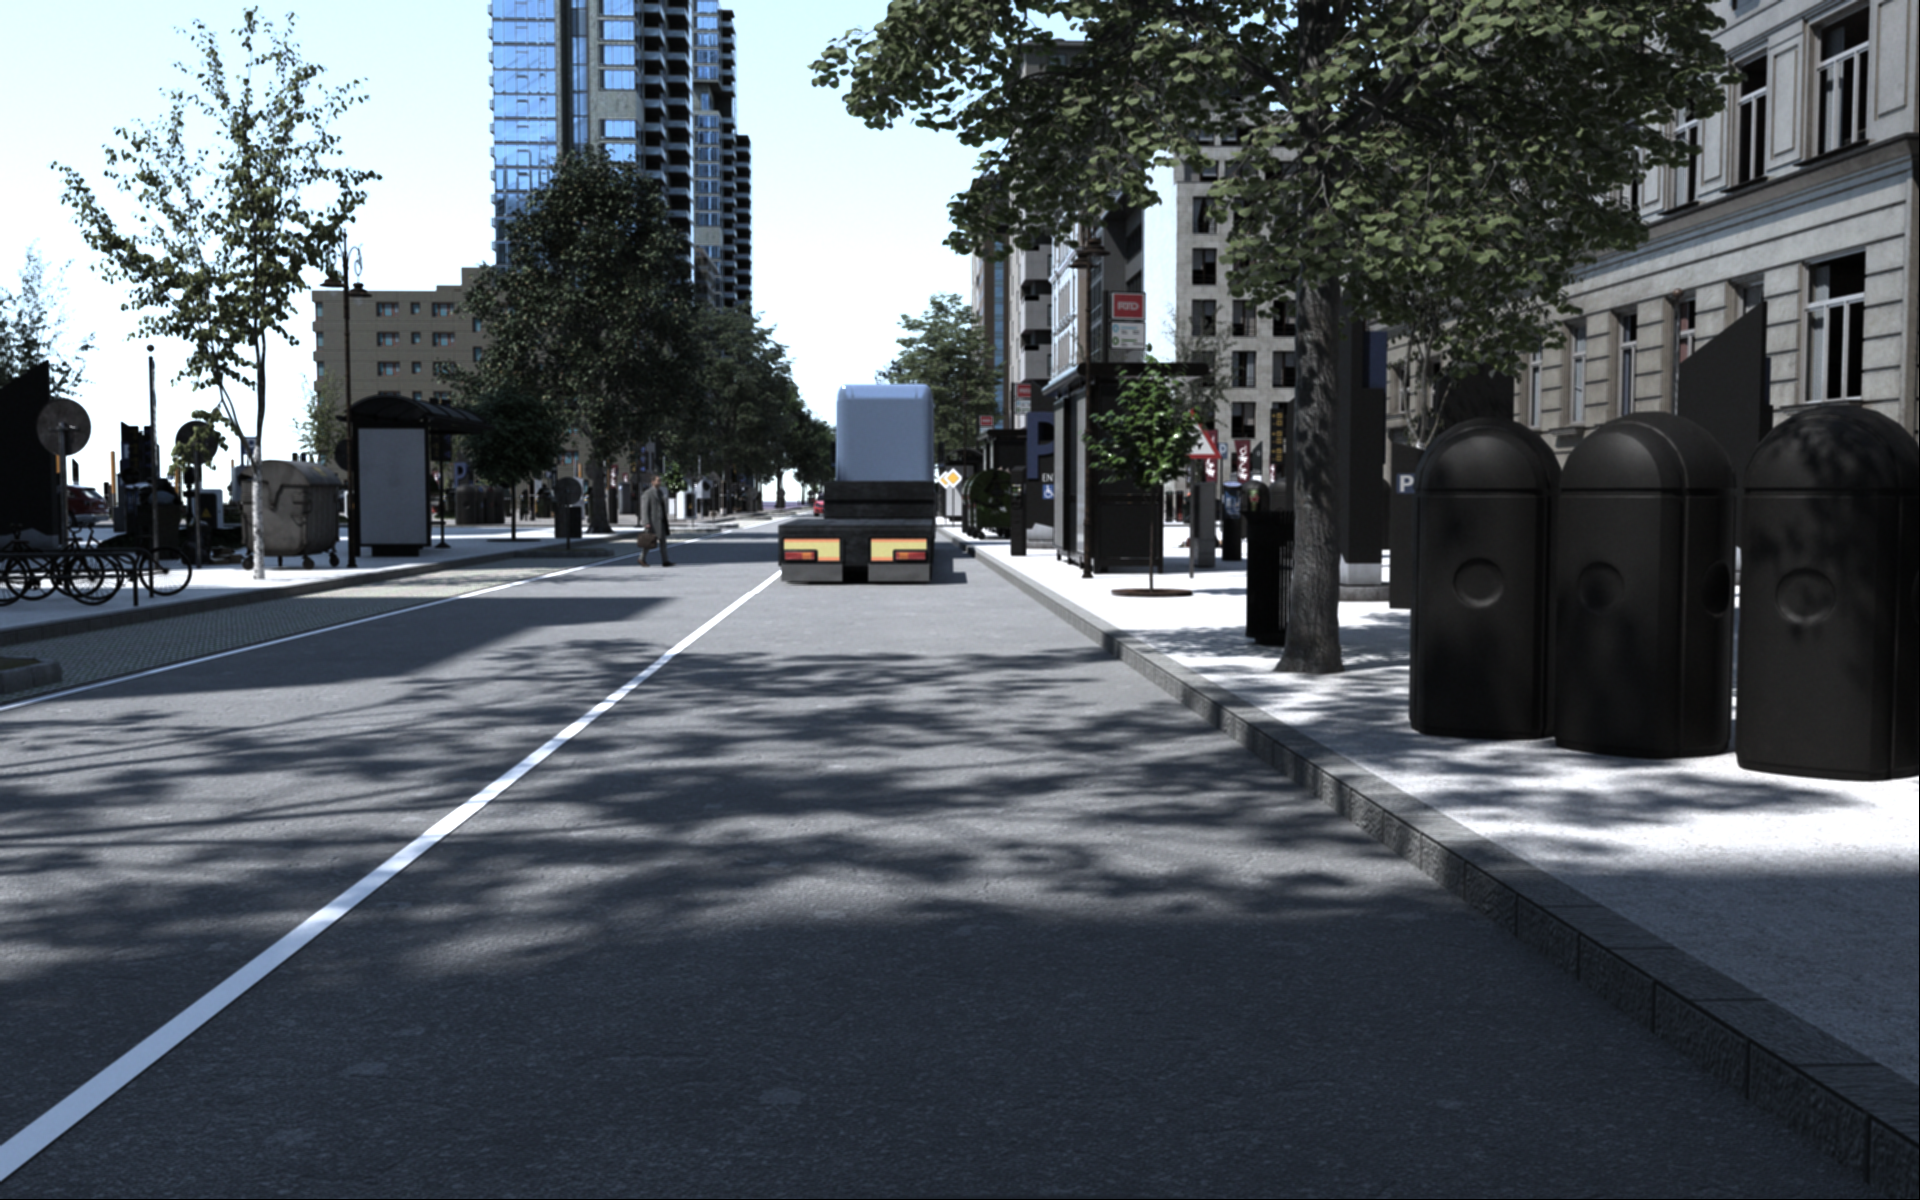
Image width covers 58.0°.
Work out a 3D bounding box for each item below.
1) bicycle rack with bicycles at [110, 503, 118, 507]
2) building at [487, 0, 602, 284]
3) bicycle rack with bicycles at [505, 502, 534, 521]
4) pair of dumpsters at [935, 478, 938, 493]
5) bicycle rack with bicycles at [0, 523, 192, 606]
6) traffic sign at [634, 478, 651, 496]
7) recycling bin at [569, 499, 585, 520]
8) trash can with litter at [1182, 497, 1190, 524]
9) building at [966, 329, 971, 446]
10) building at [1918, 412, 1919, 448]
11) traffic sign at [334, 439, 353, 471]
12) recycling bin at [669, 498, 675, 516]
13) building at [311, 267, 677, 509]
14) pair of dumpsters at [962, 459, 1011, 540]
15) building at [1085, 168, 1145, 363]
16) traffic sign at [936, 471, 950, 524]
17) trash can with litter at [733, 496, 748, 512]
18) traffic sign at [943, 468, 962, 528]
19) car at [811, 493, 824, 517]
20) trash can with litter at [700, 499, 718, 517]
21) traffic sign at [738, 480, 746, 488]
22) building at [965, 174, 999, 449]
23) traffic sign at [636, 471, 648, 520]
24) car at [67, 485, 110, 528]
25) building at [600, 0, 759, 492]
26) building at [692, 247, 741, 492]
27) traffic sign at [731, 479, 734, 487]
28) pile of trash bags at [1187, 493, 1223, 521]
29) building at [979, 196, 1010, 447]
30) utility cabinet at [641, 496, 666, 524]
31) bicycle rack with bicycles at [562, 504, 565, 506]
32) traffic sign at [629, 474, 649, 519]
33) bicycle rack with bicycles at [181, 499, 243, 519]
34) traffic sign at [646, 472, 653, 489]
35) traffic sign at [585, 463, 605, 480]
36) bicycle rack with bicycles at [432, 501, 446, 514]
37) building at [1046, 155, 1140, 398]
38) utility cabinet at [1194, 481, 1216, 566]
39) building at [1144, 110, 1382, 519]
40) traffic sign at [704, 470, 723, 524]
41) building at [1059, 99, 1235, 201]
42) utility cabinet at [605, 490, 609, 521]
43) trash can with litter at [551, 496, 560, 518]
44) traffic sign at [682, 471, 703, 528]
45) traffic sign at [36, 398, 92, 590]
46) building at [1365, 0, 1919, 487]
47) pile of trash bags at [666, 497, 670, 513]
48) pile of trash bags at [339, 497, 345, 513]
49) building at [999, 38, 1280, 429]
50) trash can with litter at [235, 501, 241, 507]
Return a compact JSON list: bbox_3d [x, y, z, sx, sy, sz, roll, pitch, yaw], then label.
[{"bbox_3d":[-63.149,-7.037,128.444,2.852,0.926,2.925,2,4,33],"label":"bicycle rack with bicycles"},{"bbox_3d":[-39.818,-53.659,190.003,22.319,86.520,31.000,0,4,-3],"label":"building"},{"bbox_3d":[-21.447,-4.277,83.316,2.852,0.926,2.925,0,4,-4],"label":"bicycle rack with bicycles"},{"bbox_3d":[-1.312,-6.298,105.471,1.574,2.255,4.437,0,4,-3],"label":"pair of dumpsters"},{"bbox_3d":[-10.774,-0.432,20.451,2.925,0.926,2.852,-1,4,-18],"label":"bicycle rack with bicycles"},{"bbox_3d":[-16.050,-5.355,87.561,0.884,2.594,0.081,0,4,6],"label":"traffic sign"},{"bbox_3d":[-19.128,-4.499,86.114,0.722,1.027,0.722,-3,4,-37],"label":"recycling bin"},{"bbox_3d":[10.034,-3.844,74.236,1.055,1.170,0.624,2,4,32],"label":"trash can with litter"},{"bbox_3d":[7.957,-32.407,301.561,14.160,30.474,14.107,0,4,-3],"label":"building"},{"bbox_3d":[37.705,-16.713,91.279,19.932,24.808,12.078,0,4,-3],"label":"building"},{"bbox_3d":[-13.767,-2.387,39.141,0.768,2.556,0.104,0,4,6],"label":"traffic sign"},{"bbox_3d":[-16.970,-5.580,103.783,0.722,1.027,0.722,3,5,42],"label":"recycling bin"},{"bbox_3d":[-41.674,-19.379,161.882,27.650,21.520,28.899,0,4,-3],"label":"building"},{"bbox_3d":[0.922,-2.930,50.401,1.574,2.255,4.437,0,4,-2],"label":"pair of dumpsters"},{"bbox_3d":[16.982,-18.078,114.645,14.314,24.678,30.058,0,4,-3],"label":"building"},{"bbox_3d":[-0.612,-4.293,73.832,0.795,2.450,0.064,0,4,-3],"label":"traffic sign"},{"bbox_3d":[-15.862,-6.998,125.802,1.055,1.170,0.624,2,4,30],"label":"trash can with litter"},{"bbox_3d":[-0.261,-3.805,65.855,0.795,2.450,0.064,0,4,-3],"label":"traffic sign"},{"bbox_3d":[-8.396,-6.217,110.694,2.155,1.783,4.494,0,4,-3],"label":"car"},{"bbox_3d":[-14.285,-5.329,98.517,1.055,1.170,0.624,0,4,-5],"label":"trash can with litter"},{"bbox_3d":[-18.499,-8.943,146.318,0.768,2.556,0.104,0,4,2],"label":"traffic sign"},{"bbox_3d":[15.805,-42.260,280.181,28.713,52.752,27.495,0,4,-3],"label":"building"},{"bbox_3d":[-15.576,-5.157,84.419,0.768,2.556,0.104,0,4,3],"label":"traffic sign"},{"bbox_3d":[-36.347,-3.632,68.056,5.304,1.827,2.281,0,4,-4],"label":"car"},{"bbox_3d":[-43.766,-59.211,280.768,22.319,86.520,31.000,0,4,-3],"label":"building"},{"bbox_3d":[-48.674,-34.349,253.484,32.217,40.220,23.993,0,4,-3],"label":"building"},{"bbox_3d":[-18.238,-8.355,136.703,0.768,2.556,0.104,0,4,1],"label":"traffic sign"},{"bbox_3d":[12.458,-4.517,83.609,3.447,1.369,1.912,3,4,38],"label":"pile of trash bags"},{"bbox_3d":[10.078,-37.261,259.328,14.600,45.320,14.200,0,4,-3],"label":"building"},{"bbox_3d":[-12.940,-3.793,73.185,1.020,1.237,0.306,0,4,-4],"label":"utility cabinet"},{"bbox_3d":[-25.529,-5.932,110.366,2.852,0.926,2.925,3,4,36],"label":"bicycle rack with bicycles"},{"bbox_3d":[-14.202,-4.686,76.627,0.884,2.594,0.081,0,4,5],"label":"traffic sign"},{"bbox_3d":[-36.567,-4.365,84.757,2.925,0.926,2.852,3,4,39],"label":"bicycle rack with bicycles"},{"bbox_3d":[-15.950,-5.360,88.820,0.795,2.450,0.064,0,3,0],"label":"traffic sign"},{"bbox_3d":[-13.617,-3.947,64.634,0.768,2.556,0.104,0,4,5],"label":"traffic sign"},{"bbox_3d":[-36.346,-6.481,119.341,2.925,0.926,2.852,-1,4,-9],"label":"bicycle rack with bicycles"},{"bbox_3d":[14.505,-21.631,139.576,13.634,28.700,20.117,0,4,-3],"label":"building"},{"bbox_3d":[4.307,-1.350,30.757,0.318,1.500,1.173,0,4,1],"label":"utility cabinet"},{"bbox_3d":[18.702,-14.391,90.042,16.860,20.320,10.420,0,4,-3],"label":"building"},{"bbox_3d":[-10.448,-4.268,73.421,0.795,2.450,0.064,0,4,-3],"label":"traffic sign"},{"bbox_3d":[22.776,-29.538,174.833,32.217,40.220,23.993,0,4,-3],"label":"building"},{"bbox_3d":[-16.672,-4.462,81.633,0.318,1.500,1.173,0,4,-8],"label":"utility cabinet"},{"bbox_3d":[-22.157,-5.102,94.802,0.624,1.170,1.055,0,4,-5],"label":"trash can with litter"},{"bbox_3d":[-10.096,-3.780,65.444,0.795,2.450,0.064,0,4,-3],"label":"traffic sign"},{"bbox_3d":[-11.905,-1.401,23.012,0.768,2.556,0.104,0,4,5],"label":"traffic sign"},{"bbox_3d":[21.020,-12.666,40.367,16.112,22.955,30.059,0,4,-3],"label":"building"},{"bbox_3d":[-20.341,-6.520,116.350,1.912,1.369,3.447,-2,4,-26],"label":"pile of trash bags"},{"bbox_3d":[-44.493,-6.784,120.670,3.447,1.369,1.912,-1,4,-8],"label":"pile of trash bags"},{"bbox_3d":[20.025,-37.364,200.143,28.713,52.752,27.495,0,4,-3],"label":"building"},{"bbox_3d":[-49.765,-6.659,119.924,2.233,1.210,1.678,1,4,14],"label":"trash can with litter"}]
